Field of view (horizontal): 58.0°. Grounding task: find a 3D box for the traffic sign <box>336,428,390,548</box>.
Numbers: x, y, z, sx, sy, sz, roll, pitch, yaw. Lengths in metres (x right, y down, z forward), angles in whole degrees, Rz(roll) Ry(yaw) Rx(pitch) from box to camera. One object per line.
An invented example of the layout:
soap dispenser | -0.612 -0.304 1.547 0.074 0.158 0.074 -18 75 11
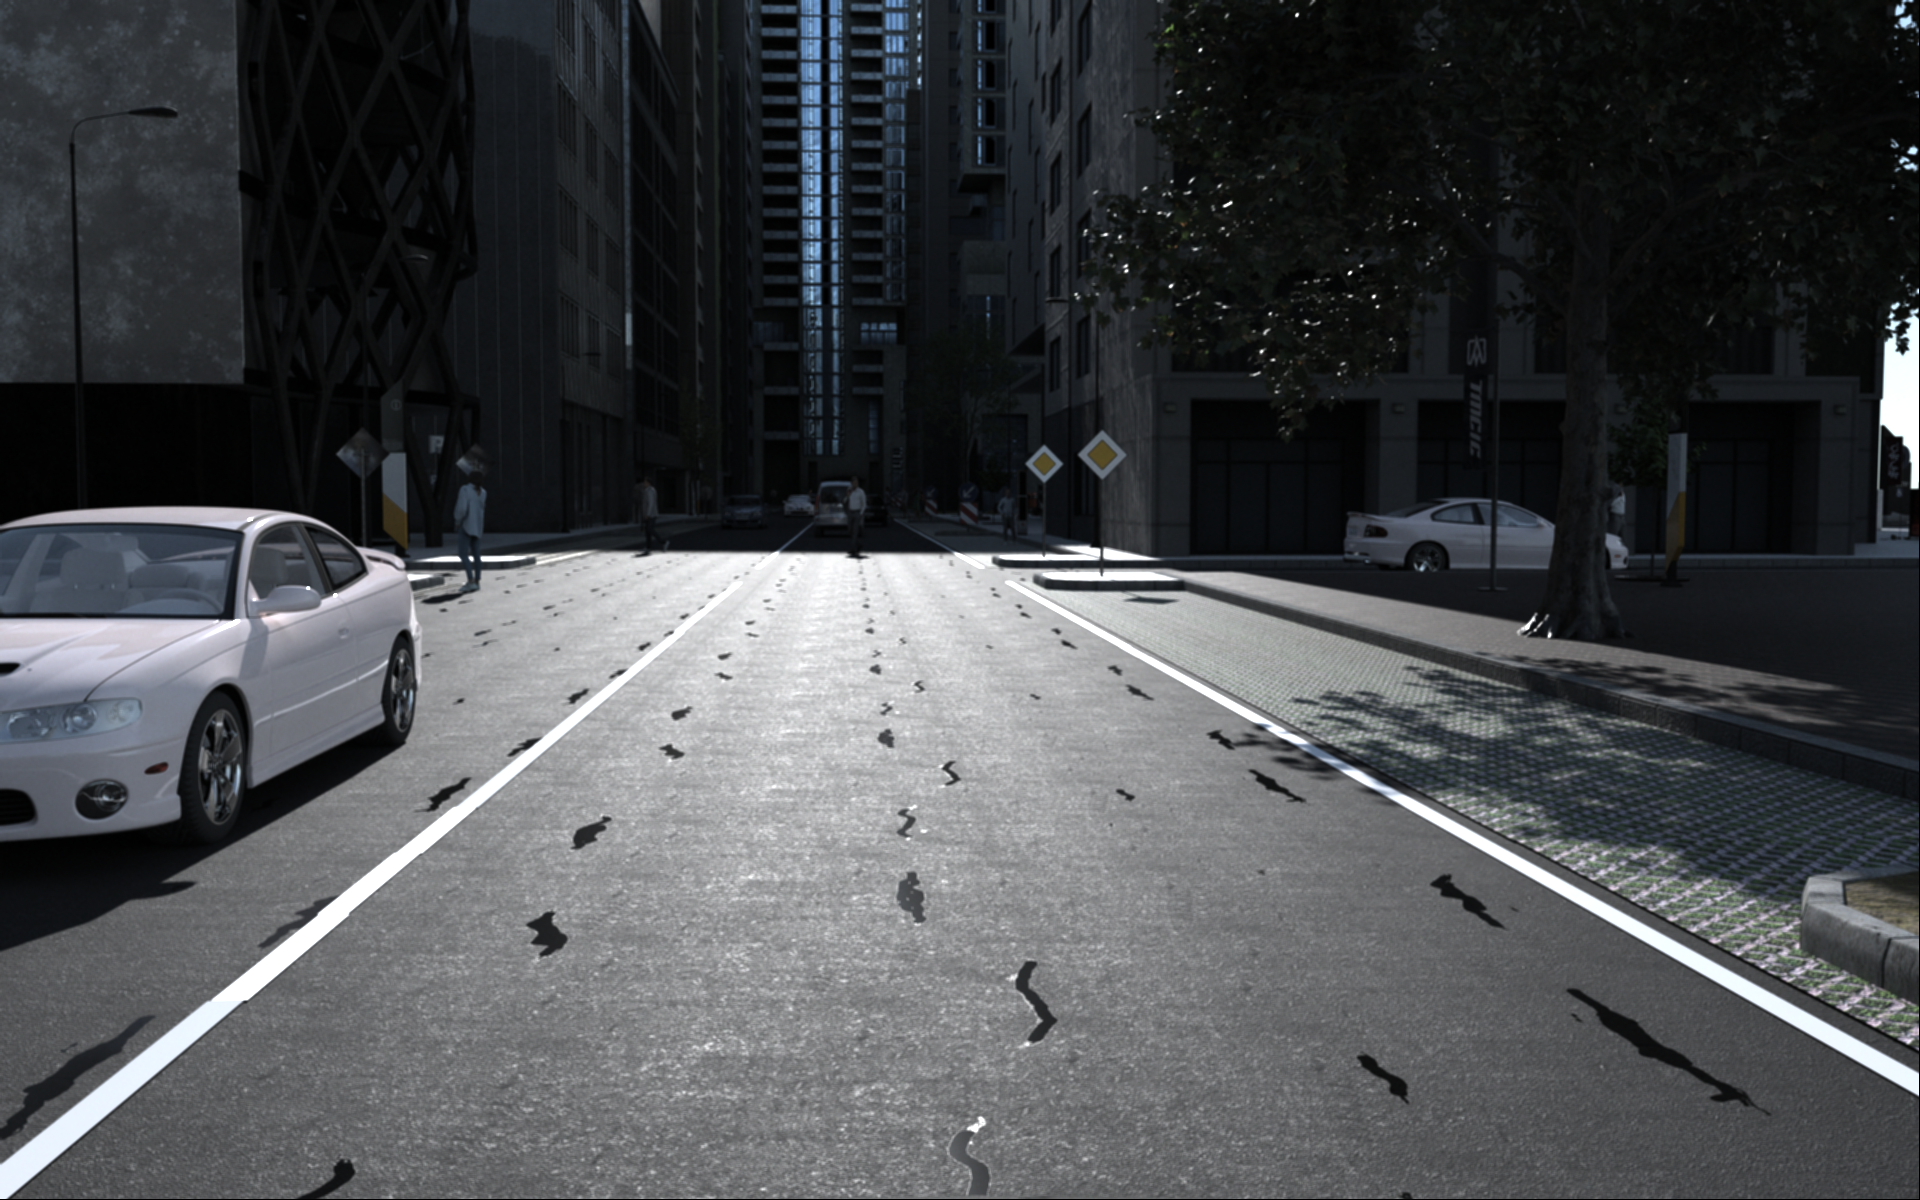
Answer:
traffic sign | -9.021 -1.379 26.192 0.795 2.450 0.064 0 4 -4

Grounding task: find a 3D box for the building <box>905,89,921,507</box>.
building | 1.344 -30.296 178.940 14.154 41.232 14.086 0 4 -4

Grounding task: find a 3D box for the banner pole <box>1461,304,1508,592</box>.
banner pole | 6.975 -2.023 23.085 0.401 3.779 0.863 -2 4 -24

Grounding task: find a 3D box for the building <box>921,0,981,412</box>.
building | 6.931 -37.648 157.545 21.231 58.520 28.212 0 4 -4

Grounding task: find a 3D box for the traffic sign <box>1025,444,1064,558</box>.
traffic sign | 1.689 -1.909 34.859 0.795 2.450 0.064 0 4 -4

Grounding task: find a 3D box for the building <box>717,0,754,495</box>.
building | -35.031 -38.562 172.495 28.212 58.520 21.231 0 4 -4

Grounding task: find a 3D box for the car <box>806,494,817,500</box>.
car | -13.478 -8.961 158.308 2.131 1.459 4.920 0 4 -3

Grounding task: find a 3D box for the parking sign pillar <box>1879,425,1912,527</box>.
parking sign pillar | 36.609 -4.852 67.794 1.447 3.967 1.447 -2 4 -25

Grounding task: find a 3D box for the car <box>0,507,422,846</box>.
car | -4.033 0.234 8.530 2.083 1.381 4.827 0 4 -3

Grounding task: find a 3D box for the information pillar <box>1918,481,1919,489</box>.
information pillar | 55.753 -5.868 100.441 0.304 2.012 0.304 2 4 24

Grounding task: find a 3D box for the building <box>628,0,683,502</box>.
building | -22.431 -18.014 88.044 14.314 27.812 24.014 0 4 -4

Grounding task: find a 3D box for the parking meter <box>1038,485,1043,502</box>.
parking meter | 5.068 -6.227 107.524 0.399 1.863 0.255 1 4 16

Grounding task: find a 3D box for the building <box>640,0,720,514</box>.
building | -23.500 -26.393 115.121 14.154 41.232 14.086 0 4 -4

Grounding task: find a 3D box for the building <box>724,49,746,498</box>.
building | -26.728 -28.793 154.356 14.154 41.232 14.086 0 4 -4

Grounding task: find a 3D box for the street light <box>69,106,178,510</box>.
street light | -10.071 -2.956 20.878 1.470 5.913 1.316 0 4 -4

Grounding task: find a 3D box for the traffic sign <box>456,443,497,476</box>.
traffic sign | -9.533 -1.867 34.161 0.795 2.450 0.064 0 4 -4

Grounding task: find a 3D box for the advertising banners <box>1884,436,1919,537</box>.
advertising banners | 28.789 -3.409 51.918 0.090 3.025 2.074 -3 5 -45

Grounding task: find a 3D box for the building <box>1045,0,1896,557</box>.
building | 13.507 -37.042 43.882 20.611 71.187 20.563 0 4 -4

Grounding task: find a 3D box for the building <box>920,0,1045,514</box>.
building | 8.602 -49.783 126.625 22.319 86.520 31.000 0 4 -4

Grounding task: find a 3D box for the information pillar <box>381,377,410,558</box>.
information pillar | -11.360 -2.658 34.807 0.504 3.616 0.183 0 4 6

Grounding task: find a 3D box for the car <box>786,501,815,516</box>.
car | -10.448 -6.193 113.841 1.945 1.354 3.894 0 4 -3

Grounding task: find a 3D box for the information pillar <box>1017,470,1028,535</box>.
information pillar | 1.932 -3.023 53.916 0.304 2.012 0.304 0 4 -6

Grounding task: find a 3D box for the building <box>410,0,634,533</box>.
building | -19.751 -15.136 65.504 12.078 24.808 19.932 0 4 -4

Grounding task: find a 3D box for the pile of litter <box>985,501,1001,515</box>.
pile of litter | 2.081 -5.796 108.722 1.176 0.858 1.719 1 4 16

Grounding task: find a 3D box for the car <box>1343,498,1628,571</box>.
car | 9.089 -1.078 29.981 4.827 1.381 2.083 0 4 -4

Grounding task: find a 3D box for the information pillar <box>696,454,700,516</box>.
information pillar | -15.320 -6.725 101.301 0.183 3.616 0.504 0 4 -4

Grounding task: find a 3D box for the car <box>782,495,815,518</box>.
car | -9.931 -5.794 107.099 2.083 1.381 4.827 0 4 -5

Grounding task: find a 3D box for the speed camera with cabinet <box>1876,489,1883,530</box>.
speed camera with cabinet | 31.741 -4.076 60.973 2.038 3.252 0.660 -3 4 -36

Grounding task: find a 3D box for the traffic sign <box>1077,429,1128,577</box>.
traffic sign | 2.202 -1.422 26.891 0.795 2.450 0.064 0 4 -4

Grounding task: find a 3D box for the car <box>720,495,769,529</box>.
car | -8.974 -3.687 72.282 2.014 1.417 4.499 0 4 -4

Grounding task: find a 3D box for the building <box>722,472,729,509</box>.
building | -34.549 -27.032 133.857 32.217 40.220 23.993 0 4 -4

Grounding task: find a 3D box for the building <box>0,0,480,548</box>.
building | -20.657 -10.655 41.659 16.820 18.784 16.811 0 4 -4

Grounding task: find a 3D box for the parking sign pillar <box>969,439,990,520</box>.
parking sign pillar | 0.767 -5.902 84.975 1.447 3.967 1.447 -1 4 -13

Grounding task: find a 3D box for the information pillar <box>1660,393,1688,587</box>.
information pillar | 9.858 -1.985 23.816 0.183 3.616 0.504 0 4 3

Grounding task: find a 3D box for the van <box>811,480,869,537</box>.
van | -4.101 -3.178 58.967 2.013 2.044 4.112 0 4 -3

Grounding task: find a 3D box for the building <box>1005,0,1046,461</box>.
building | 16.625 -30.000 79.733 28.713 52.752 27.495 0 4 -4

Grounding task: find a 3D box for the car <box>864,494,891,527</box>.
car | -4.090 -4.128 77.279 2.009 1.686 4.222 0 4 -2

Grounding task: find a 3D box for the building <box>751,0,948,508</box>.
building | -17.770 -54.430 202.601 31.000 86.520 22.319 0 4 -4
